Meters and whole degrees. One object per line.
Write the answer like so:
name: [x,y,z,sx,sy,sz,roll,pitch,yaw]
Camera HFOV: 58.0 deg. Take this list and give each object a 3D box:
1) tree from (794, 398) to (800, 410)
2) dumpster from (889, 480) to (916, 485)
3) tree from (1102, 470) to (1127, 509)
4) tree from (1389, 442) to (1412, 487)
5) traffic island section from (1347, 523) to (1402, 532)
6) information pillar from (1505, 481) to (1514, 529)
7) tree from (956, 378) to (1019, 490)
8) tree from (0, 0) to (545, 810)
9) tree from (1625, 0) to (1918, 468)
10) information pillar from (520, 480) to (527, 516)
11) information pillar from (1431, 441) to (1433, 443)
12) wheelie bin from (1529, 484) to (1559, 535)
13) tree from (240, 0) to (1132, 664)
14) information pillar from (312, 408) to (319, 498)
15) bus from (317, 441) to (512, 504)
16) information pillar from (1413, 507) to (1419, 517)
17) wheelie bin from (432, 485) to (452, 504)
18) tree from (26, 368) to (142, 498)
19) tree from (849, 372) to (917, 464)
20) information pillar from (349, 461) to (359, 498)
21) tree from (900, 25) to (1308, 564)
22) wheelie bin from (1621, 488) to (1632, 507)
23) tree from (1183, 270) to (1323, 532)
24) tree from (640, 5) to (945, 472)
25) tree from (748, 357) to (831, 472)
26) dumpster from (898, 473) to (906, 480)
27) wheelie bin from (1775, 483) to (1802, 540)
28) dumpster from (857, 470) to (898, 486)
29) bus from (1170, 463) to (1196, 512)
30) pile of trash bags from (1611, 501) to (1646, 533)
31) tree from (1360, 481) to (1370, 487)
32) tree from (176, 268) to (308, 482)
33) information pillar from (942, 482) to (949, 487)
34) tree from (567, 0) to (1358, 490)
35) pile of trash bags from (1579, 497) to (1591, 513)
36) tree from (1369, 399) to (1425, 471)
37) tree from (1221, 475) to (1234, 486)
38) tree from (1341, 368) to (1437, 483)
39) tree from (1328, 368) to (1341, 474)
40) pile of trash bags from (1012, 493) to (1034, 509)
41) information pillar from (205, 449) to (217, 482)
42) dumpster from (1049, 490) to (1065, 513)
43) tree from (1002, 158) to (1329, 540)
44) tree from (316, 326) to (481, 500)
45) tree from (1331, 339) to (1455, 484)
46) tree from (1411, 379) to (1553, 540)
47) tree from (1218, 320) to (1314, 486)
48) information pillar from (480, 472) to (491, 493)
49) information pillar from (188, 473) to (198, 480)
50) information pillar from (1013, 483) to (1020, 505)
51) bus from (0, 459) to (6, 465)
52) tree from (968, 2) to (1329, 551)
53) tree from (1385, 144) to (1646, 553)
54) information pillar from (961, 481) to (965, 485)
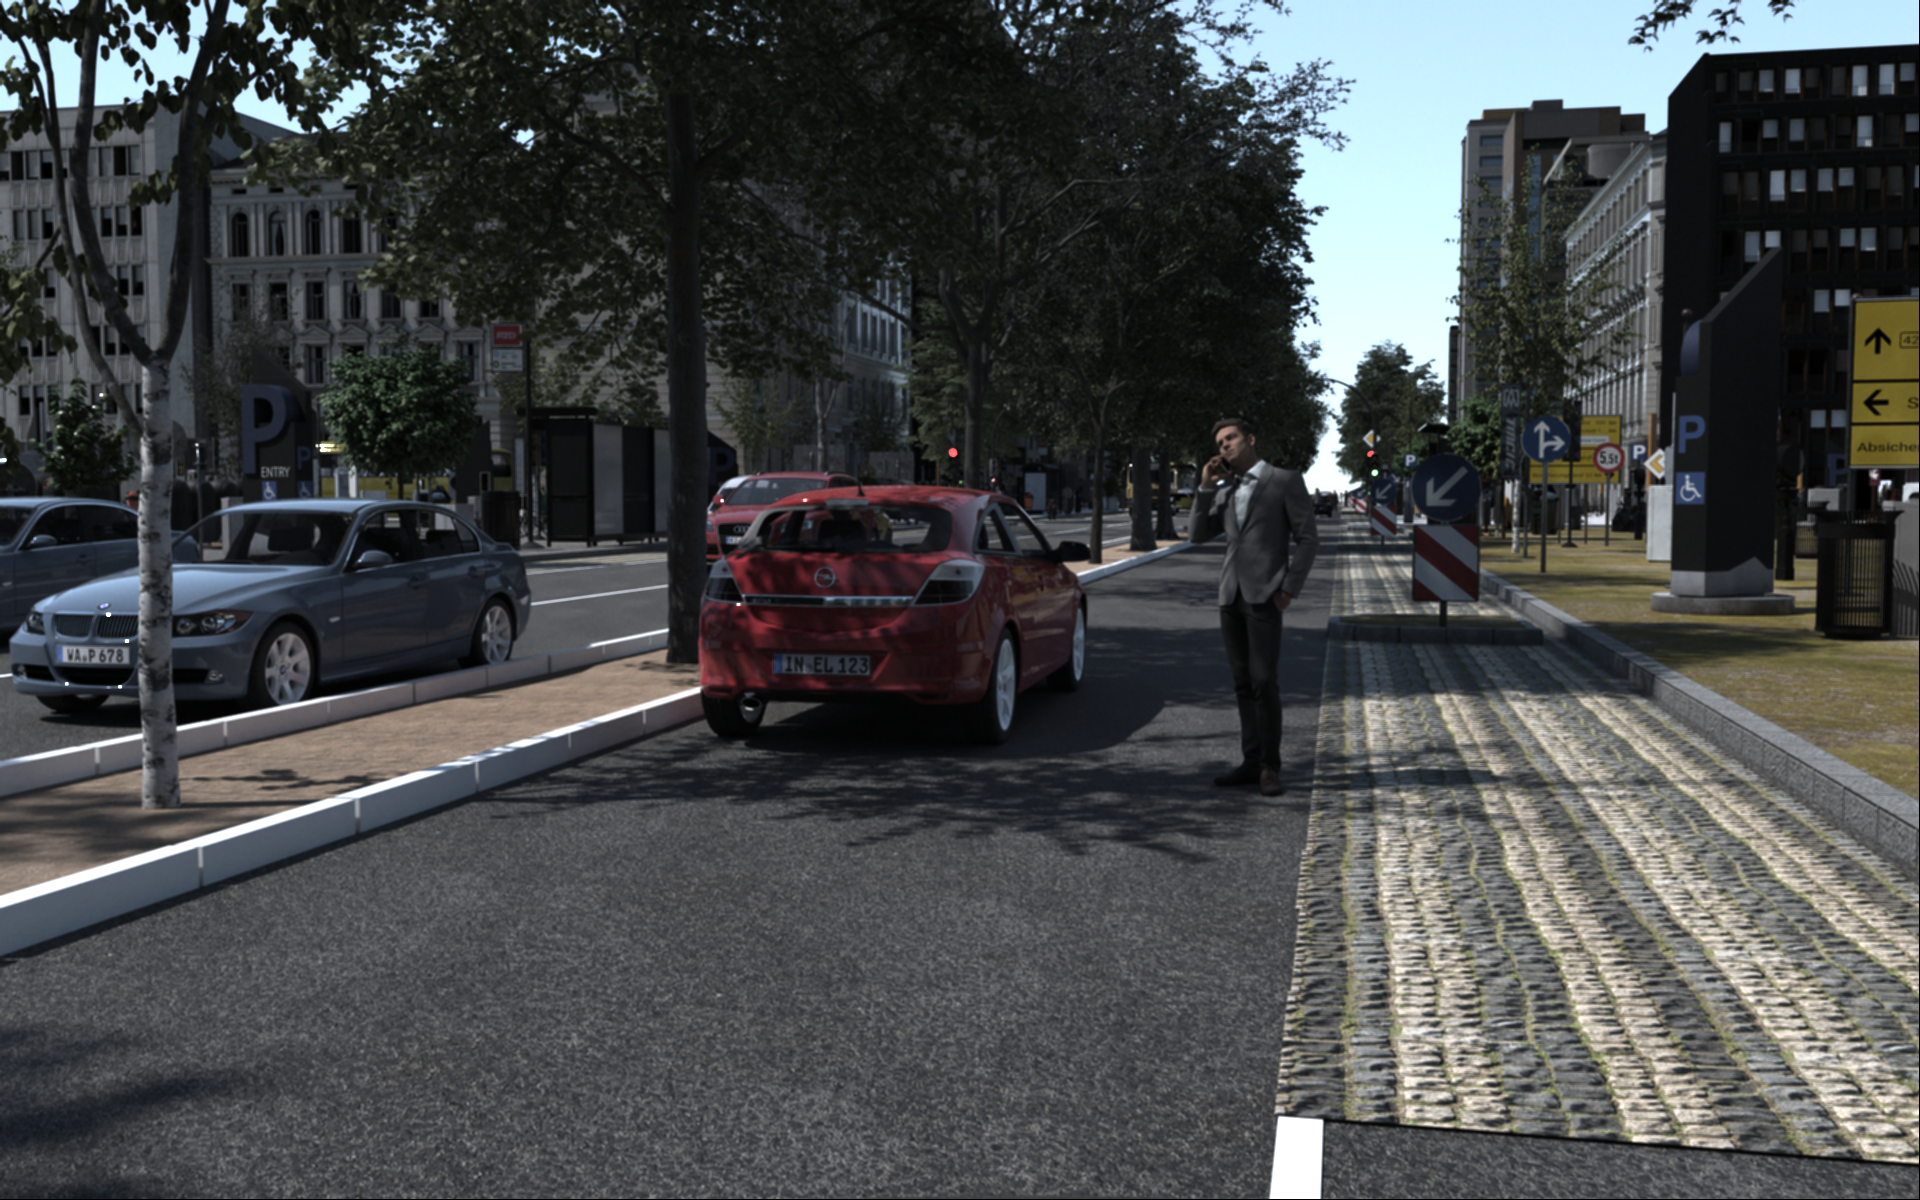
tree: [-10.291,-8.250,85.243,4.737,8.622,4.395,0,3,0]
dumpster: [-2.468,-4.044,71.874,1.264,1.857,1.865,1,4,12]
tree: [12.024,-8.698,136.817,1.663,3.219,1.824,0,3,0]
tree: [24.586,-6.631,92.131,4.285,4.588,4.351,0,3,0]
traffic island section: [16.203,-2.782,67.759,2.009,0.180,2.903,1,4,12]
information pillar: [20.117,-4.409,63.440,0.183,3.616,0.504,-1,4,-19]
tree: [1.683,-8.798,94.213,4.360,8.622,3.978,0,3,0]
tree: [-3.624,-3.366,7.861,4.737,8.622,4.395,0,3,0]
tree: [5.470,-4.462,7.359,7.601,10.594,8.767,1,4,21]
information pillar: [-22.996,-5.302,91.178,0.304,2.012,0.304,3,5,40]
information pillar: [20.974,-5.235,76.946,0.183,3.616,0.504,2,4,28]
wheelie bin: [18.361,-2.845,54.428,0.693,1.594,0.980,-2,4,-31]
tree: [-2.268,-5.707,13.894,7.486,12.596,7.792,0,3,0]
information pillar: [-15.401,-3.029,40.871,0.183,3.616,0.504,3,4,38]
bus: [-27.151,-5.482,81.177,12.252,3.916,2.896,1,4,13]
information pillar: [26.130,-6.574,98.833,0.183,3.616,0.504,2,4,32]
wheelie bin: [-18.275,-3.239,60.862,0.693,1.594,0.980,-2,4,-33]
tree: [-13.340,-1.926,26.084,1.663,3.219,1.824,0,3,0]
tree: [-4.972,-9.489,105.507,4.737,8.622,4.395,0,3,0]
information pillar: [-17.482,-3.584,49.951,0.183,3.616,0.504,-3,5,-42]
tree: [2.661,-5.983,34.696,8.767,10.594,7.601,1,4,12]
wheelie bin: [35.144,-5.067,90.745,0.980,1.594,0.693,2,4,27]
tree: [8.872,-8.333,64.462,9.928,11.665,9.643,0,3,0]
tree: [-6.101,-12.601,61.908,12.611,20.169,13.585,0,3,0]
tree: [-8.605,-8.538,89.956,4.360,8.622,3.978,0,3,0]
dumpster: [-3.135,-4.774,80.546,1.502,2.255,1.985,1,4,13]
wheelie bin: [23.273,-2.506,48.873,0.980,1.594,0.693,0,4,3]
dumpster: [-3.600,-4.134,70.089,1.502,2.255,1.985,1,4,12]
bus: [17.125,-8.636,132.748,2.896,3.916,12.252,1,4,11]
pile of trash bags: [23.825,-2.963,58.195,3.447,1.369,1.912,0,4,1]
tree: [55.728,-15.169,231.726,4.285,4.588,4.351,0,3,0]
tree: [-23.272,-6.498,56.608,4.360,8.622,3.978,0,3,0]
information pillar: [-0.870,-6.026,103.012,0.304,2.012,0.304,-3,4,-38]
tree: [0.191,-6.807,24.125,12.009,13.543,11.850,0,3,0]
pile of trash bags: [42.439,-6.712,119.497,1.912,1.369,3.447,1,4,15]
tree: [33.273,-11.067,131.306,4.360,8.622,3.978,0,3,0]
tree: [43.118,-19.957,276.651,4.737,8.622,4.395,0,3,0]
tree: [38.449,-14.486,153.855,9.611,12.733,9.660,0,3,0]
tree: [15.043,-10.536,91.735,9.611,12.733,9.660,0,3,0]
pile of trash bags: [2.828,-5.575,100.899,3.447,1.369,1.912,2,4,35]
information pillar: [-32.878,-5.179,76.027,0.504,3.616,0.183,-1,4,-16]
dumpster: [6.906,-7.020,120.539,1.264,1.857,1.865,1,4,12]
tree: [6.447,-8.243,54.243,9.611,12.733,9.660,0,3,0]
tree: [-10.940,-3.079,34.059,4.285,4.588,4.351,0,3,0]
tree: [35.522,-14.321,140.796,9.857,13.997,8.962,0,3,0]
tree: [15.372,-3.986,48.890,4.285,4.588,4.351,0,3,0]
tree: [12.912,-9.911,82.636,7.486,12.596,7.792,0,3,0]
information pillar: [-15.921,-3.283,58.169,0.304,2.012,0.304,0,4,-5]
information pillar: [-26.339,-3.375,59.674,0.304,2.012,0.304,2,4,34]
information pillar: [3.627,-6.519,111.075,0.304,2.012,0.304,-3,4,-39]
bus: [-52.481,-5.601,86.433,13.247,3.499,2.948,1,4,11]
tree: [4.626,-8.209,43.322,9.857,13.997,8.962,0,3,0]
tree: [12.325,-5.333,37.562,4.737,8.622,4.395,0,3,0]
information pillar: [0.257,-5.751,98.523,0.304,2.012,0.304,-2,4,-30]
